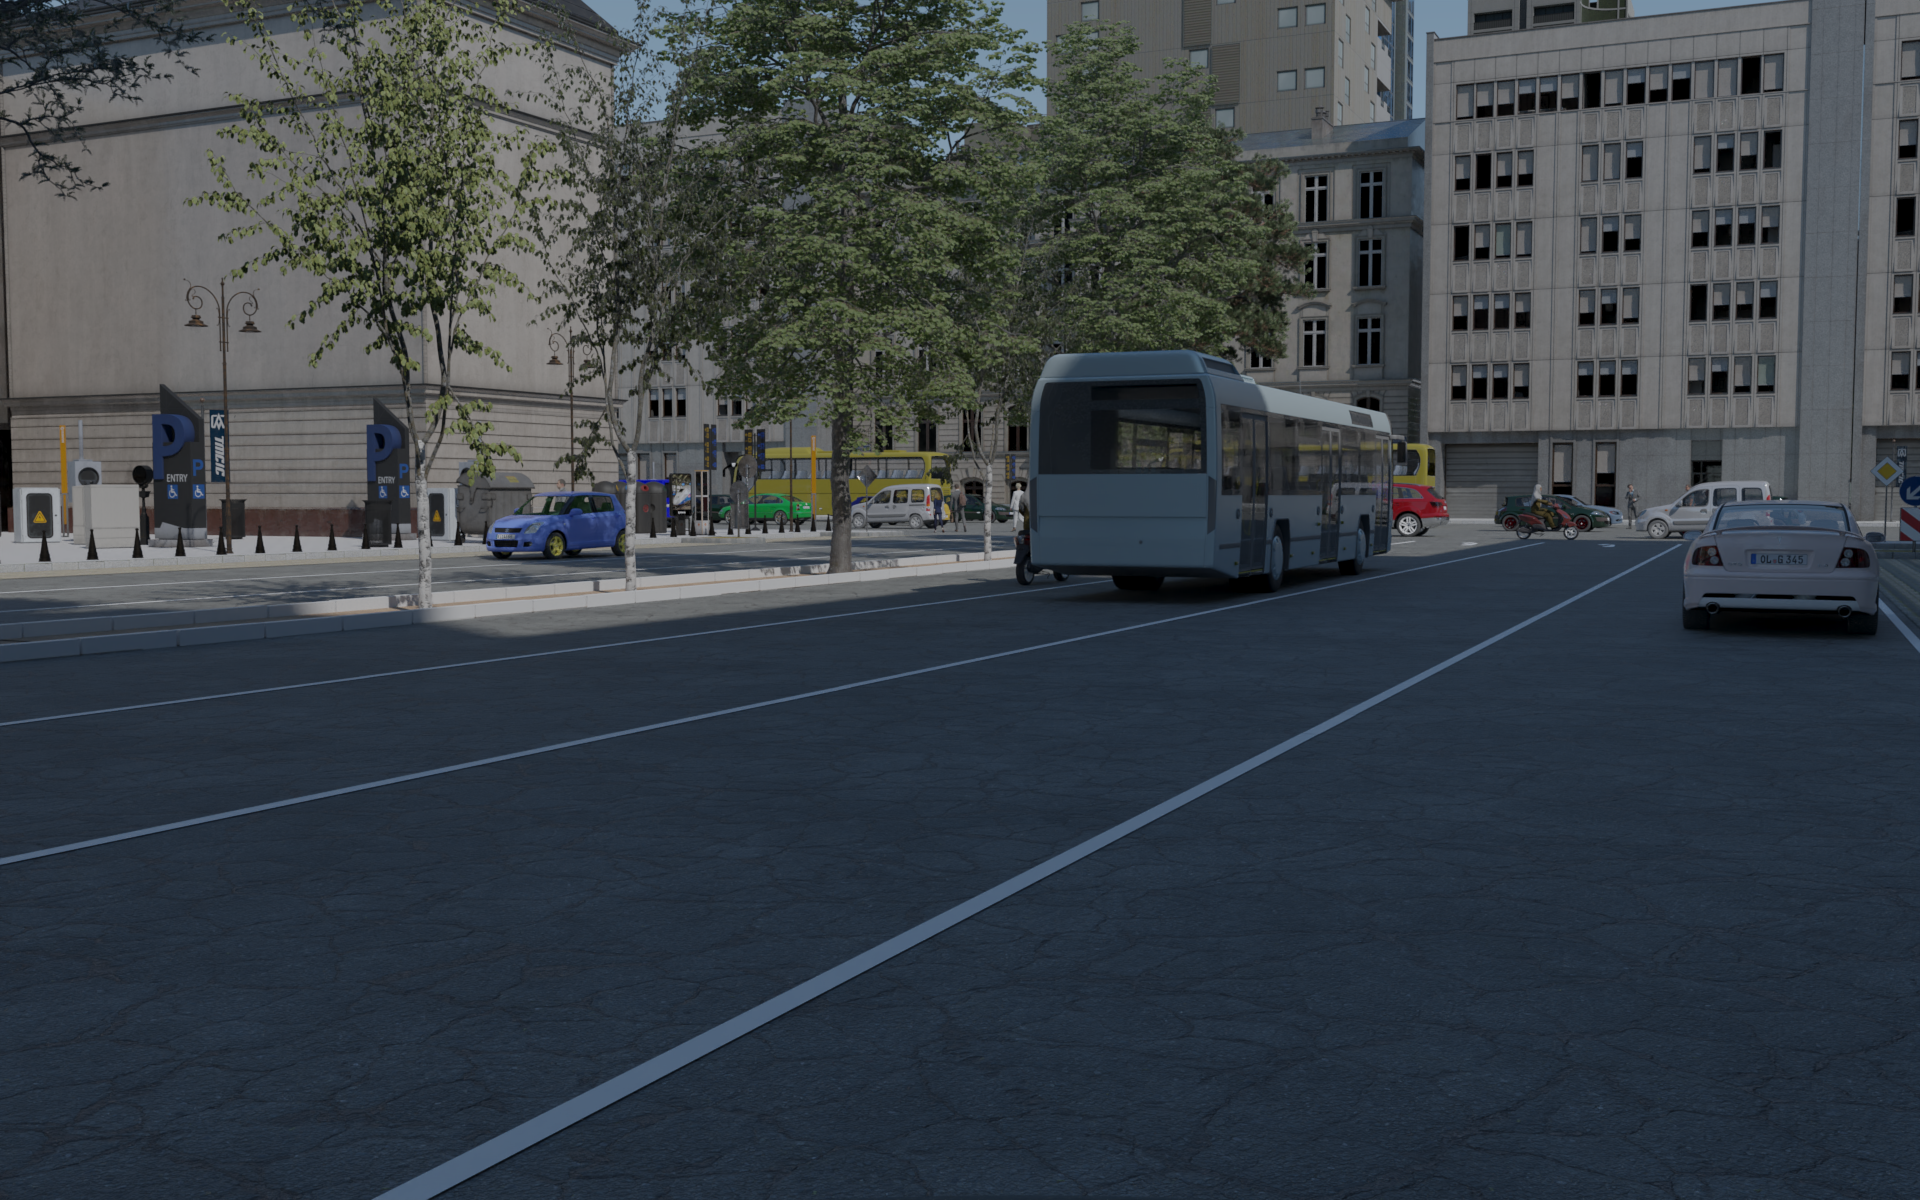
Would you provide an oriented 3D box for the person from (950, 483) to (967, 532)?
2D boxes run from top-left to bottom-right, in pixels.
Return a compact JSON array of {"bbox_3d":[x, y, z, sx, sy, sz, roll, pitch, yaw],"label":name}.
[{"bbox_3d":[-0.061,-3.488,65.497,0.622,1.834,0.822,-1,4,-14],"label":"person"}]

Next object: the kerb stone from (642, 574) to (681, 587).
[{"bbox_3d":[-4.713,-0.291,26.951,0.120,0.150,1.000,2,4,25],"label":"kerb stone"}]

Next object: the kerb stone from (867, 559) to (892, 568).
[{"bbox_3d":[-1.640,-0.690,33.476,0.120,0.150,1.000,2,4,25],"label":"kerb stone"}]

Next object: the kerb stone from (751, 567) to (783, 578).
[{"bbox_3d":[-3.397,-0.459,29.747,0.120,0.150,1.000,2,4,25],"label":"kerb stone"}]

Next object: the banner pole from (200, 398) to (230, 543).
[{"bbox_3d":[-19.469,-3.374,45.179,0.863,3.779,0.401,-2,4,-24],"label":"banner pole"}]

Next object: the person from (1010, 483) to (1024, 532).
[{"bbox_3d":[2.252,-3.492,65.473,0.818,1.842,0.514,2,4,33],"label":"person"}]

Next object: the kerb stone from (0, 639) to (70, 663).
[{"bbox_3d":[-8.079,0.447,14.938,0.120,0.150,1.000,2,4,25],"label":"kerb stone"}]

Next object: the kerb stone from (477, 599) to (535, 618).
[{"bbox_3d":[-5.445,0.102,20.526,0.120,0.150,1.000,2,4,25],"label":"kerb stone"}]

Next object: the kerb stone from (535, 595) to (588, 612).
[{"bbox_3d":[-5.003,0.051,21.462,0.120,0.150,1.000,2,4,25],"label":"kerb stone"}]

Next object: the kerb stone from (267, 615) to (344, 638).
[{"bbox_3d":[-6.750,0.275,17.728,0.120,0.150,1.000,2,4,25],"label":"kerb stone"}]

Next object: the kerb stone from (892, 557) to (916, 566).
[{"bbox_3d":[-1.196,-0.742,34.403,0.120,0.150,1.000,2,4,25],"label":"kerb stone"}]

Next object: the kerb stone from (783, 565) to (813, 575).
[{"bbox_3d":[-2.951,-0.519,30.679,0.120,0.150,1.000,2,4,25],"label":"kerb stone"}]

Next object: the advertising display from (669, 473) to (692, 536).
[{"bbox_3d":[-8.628,-2.951,53.462,0.123,1.923,0.974,2,4,29],"label":"advertising display"}]

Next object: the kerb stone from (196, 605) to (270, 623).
[{"bbox_3d":[-8.242,0.166,19.508,0.120,0.150,1.000,2,4,25],"label":"kerb stone"}]

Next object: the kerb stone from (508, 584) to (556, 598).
[{"bbox_3d":[-6.037,-0.117,24.168,0.120,0.150,1.000,2,4,25],"label":"kerb stone"}]

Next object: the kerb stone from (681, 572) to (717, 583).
[{"bbox_3d":[-4.284,-0.348,27.886,0.120,0.150,1.000,2,4,25],"label":"kerb stone"}]

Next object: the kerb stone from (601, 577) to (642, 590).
[{"bbox_3d":[-5.161,-0.233,26.027,0.120,0.150,1.000,2,4,25],"label":"kerb stone"}]

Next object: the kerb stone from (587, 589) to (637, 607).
[{"bbox_3d":[-4.551,-0.012,22.385,0.120,0.150,1.000,2,4,25],"label":"kerb stone"}]

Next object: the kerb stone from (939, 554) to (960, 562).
[{"bbox_3d":[-0.315,-0.861,36.271,0.120,0.150,1.000,2,4,25],"label":"kerb stone"}]

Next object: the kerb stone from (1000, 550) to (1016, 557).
[{"bbox_3d":[1.006,-1.033,39.077,0.120,0.150,1.000,2,4,25],"label":"kerb stone"}]

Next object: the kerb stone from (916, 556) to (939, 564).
[{"bbox_3d":[-0.758,-0.804,35.341,0.120,0.150,1.000,2,4,25],"label":"kerb stone"}]

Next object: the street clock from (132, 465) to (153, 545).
[{"bbox_3d":[-20.534,-2.385,43.569,0.471,2.002,0.358,1,4,19],"label":"street clock"}]

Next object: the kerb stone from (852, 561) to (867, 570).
[{"bbox_3d":[-2.078,-0.630,32.546,0.120,0.150,1.000,2,4,25],"label":"kerb stone"}]

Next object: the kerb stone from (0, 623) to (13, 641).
[{"bbox_3d":[-9.556,0.335,16.720,0.120,0.150,1.000,2,4,25],"label":"kerb stone"}]

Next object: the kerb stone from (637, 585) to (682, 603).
[{"bbox_3d":[-4.113,-0.068,23.315,0.120,0.150,1.000,2,4,25],"label":"kerb stone"}]

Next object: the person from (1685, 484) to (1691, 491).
[{"bbox_3d":[27.653,-3.498,65.816,0.434,1.807,0.598,1,4,22],"label":"person"}]

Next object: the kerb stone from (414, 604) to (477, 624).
[{"bbox_3d":[-5.880,0.159,19.595,0.120,0.150,1.000,2,4,25],"label":"kerb stone"}]

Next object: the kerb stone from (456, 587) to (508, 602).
[{"bbox_3d":[-6.481,-0.064,23.234,0.120,0.150,1.000,2,4,25],"label":"kerb stone"}]

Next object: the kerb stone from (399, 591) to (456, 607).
[{"bbox_3d":[-6.917,-0.007,22.304,0.120,0.150,1.000,2,4,25],"label":"kerb stone"}]

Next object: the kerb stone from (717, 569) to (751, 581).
[{"bbox_3d":[-3.840,-0.404,28.813,0.120,0.150,1.000,2,4,25],"label":"kerb stone"}]

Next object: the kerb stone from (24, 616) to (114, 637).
[{"bbox_3d":[-9.125,0.278,17.652,0.120,0.150,1.000,2,4,25],"label":"kerb stone"}]

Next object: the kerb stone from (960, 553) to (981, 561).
[{"bbox_3d":[0.132,-0.918,37.204,0.120,0.150,1.000,2,4,25],"label":"kerb stone"}]

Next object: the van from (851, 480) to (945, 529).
[{"bbox_3d":[-2.699,-3.973,71.977,4.112,2.044,2.013,2,4,25],"label":"van"}]

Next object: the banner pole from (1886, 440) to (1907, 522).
[{"bbox_3d":[42.994,-5.468,79.423,0.401,3.779,0.863,-2,4,-33],"label":"banner pole"}]

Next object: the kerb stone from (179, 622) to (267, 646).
[{"bbox_3d":[-7.190,0.330,16.797,0.120,0.150,1.000,2,4,25],"label":"kerb stone"}]

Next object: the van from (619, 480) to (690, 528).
[{"bbox_3d":[-14.250,-4.275,74.277,5.245,2.365,2.240,2,4,27],"label":"van"}]

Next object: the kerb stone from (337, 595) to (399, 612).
[{"bbox_3d":[-7.359,0.053,21.366,0.120,0.150,1.000,2,4,25],"label":"kerb stone"}]

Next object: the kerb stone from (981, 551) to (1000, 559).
[{"bbox_3d":[0.570,-0.972,38.147,0.120,0.150,1.000,2,4,25],"label":"kerb stone"}]

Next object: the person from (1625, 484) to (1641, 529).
[{"bbox_3d":[27.569,-3.829,70.909,0.655,1.846,0.447,2,4,30],"label":"person"}]

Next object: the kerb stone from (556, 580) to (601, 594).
[{"bbox_3d":[-5.591,-0.177,25.093,0.120,0.150,1.000,2,4,25],"label":"kerb stone"}]

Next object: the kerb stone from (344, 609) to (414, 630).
[{"bbox_3d":[-6.310,0.216,18.662,0.120,0.150,1.000,2,4,25],"label":"kerb stone"}]

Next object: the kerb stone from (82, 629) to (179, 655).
[{"bbox_3d":[-7.638,0.387,15.866,0.120,0.150,1.000,2,4,25],"label":"kerb stone"}]

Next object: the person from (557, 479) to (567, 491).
[{"bbox_3d":[-10.028,-2.134,43.494,0.767,1.812,0.694,-1,4,-14],"label":"person"}]

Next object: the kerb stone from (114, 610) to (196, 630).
[{"bbox_3d":[-8.681,0.224,18.579,0.120,0.150,1.000,2,4,25],"label":"kerb stone"}]

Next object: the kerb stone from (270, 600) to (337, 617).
[{"bbox_3d":[-7.799,0.117,20.436,0.120,0.150,1.000,2,4,25],"label":"kerb stone"}]

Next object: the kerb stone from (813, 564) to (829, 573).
[{"bbox_3d":[-2.518,-0.575,31.617,0.120,0.150,1.000,2,4,25],"label":"kerb stone"}]

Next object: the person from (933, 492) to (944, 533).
[{"bbox_3d":[-0.780,-3.253,64.235,0.613,1.512,0.480,3,4,38],"label":"person"}]

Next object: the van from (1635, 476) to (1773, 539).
[{"bbox_3d":[23.748,-2.952,55.276,4.112,2.044,2.013,2,4,27],"label":"van"}]
